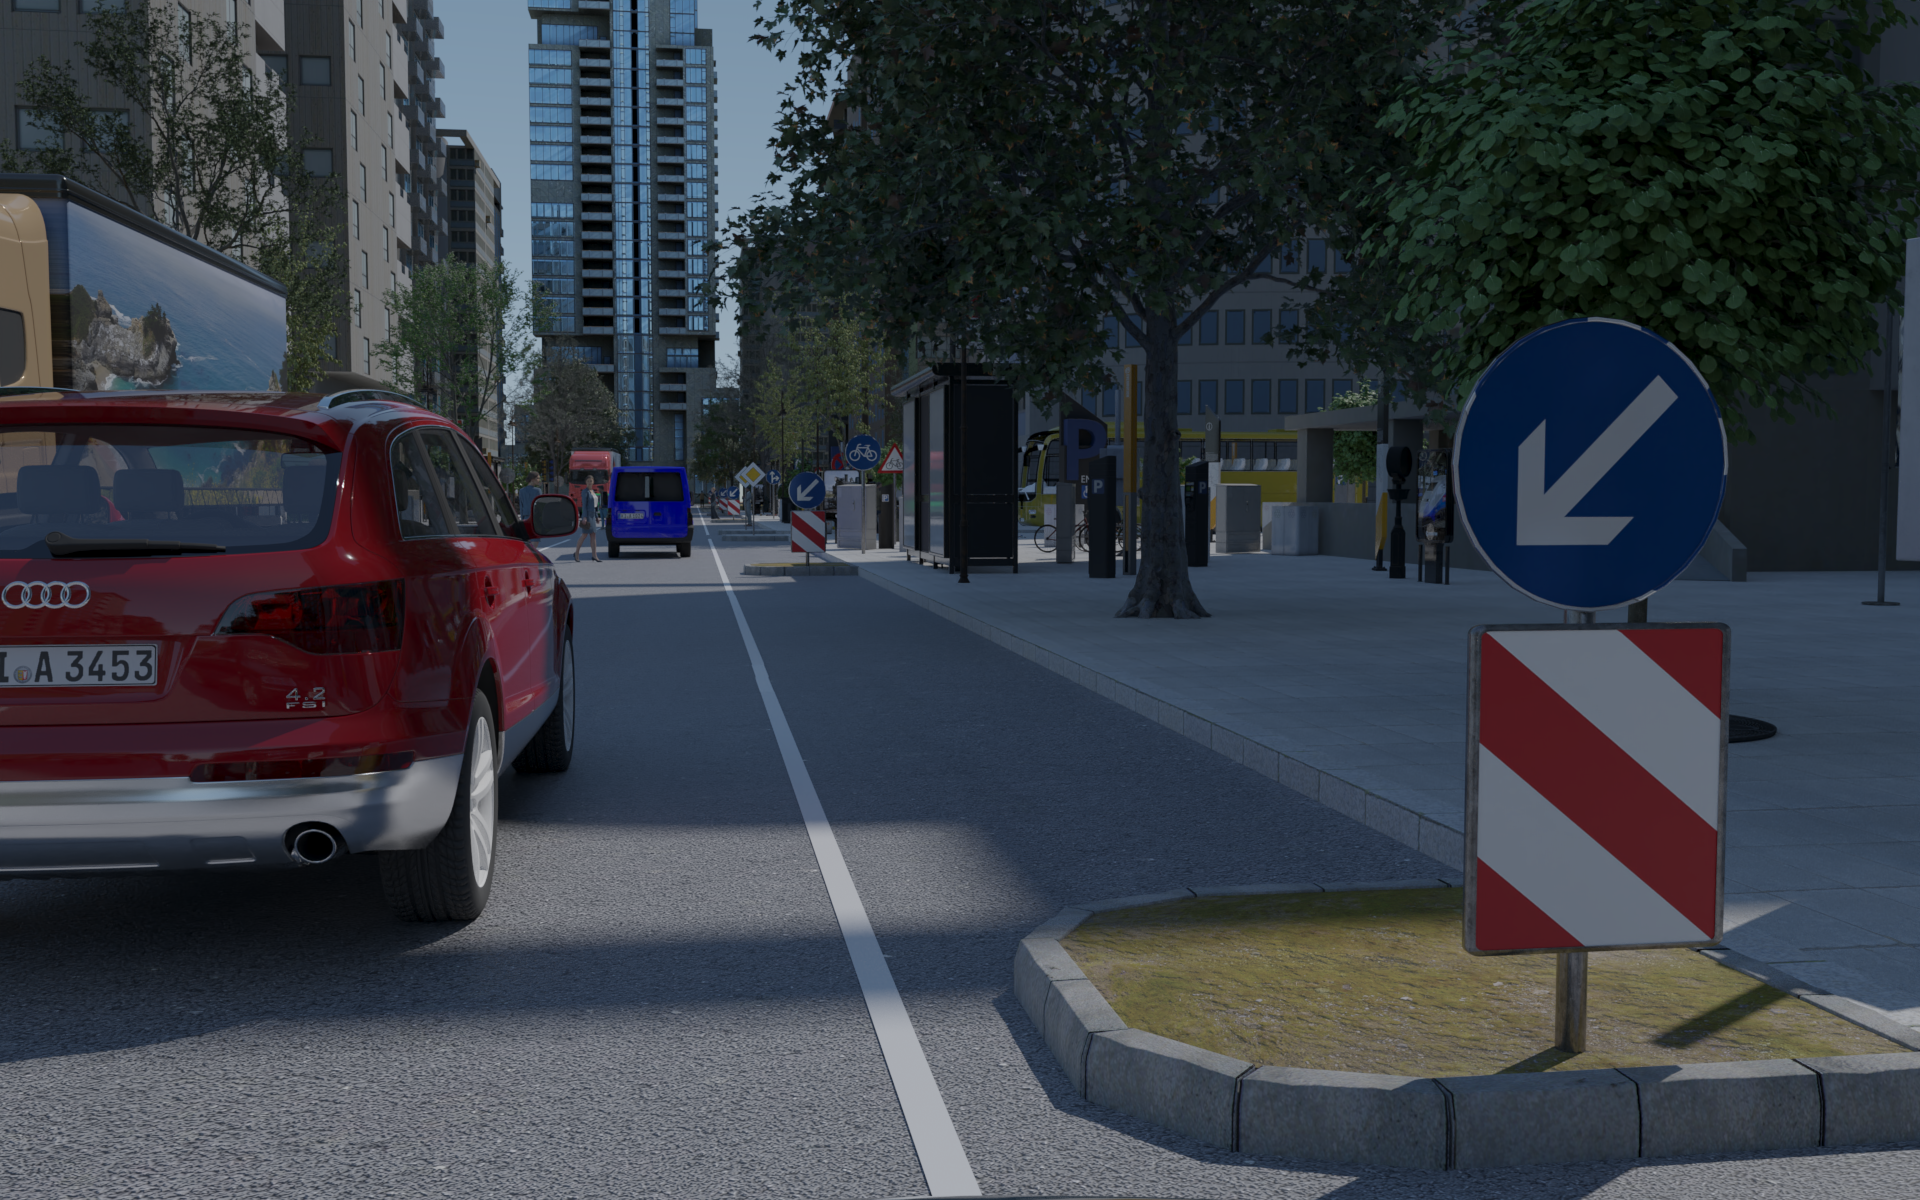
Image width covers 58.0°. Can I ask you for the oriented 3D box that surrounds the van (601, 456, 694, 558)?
[{"bbox_3d":[-7.333,-2.225,40.756,2.240,2.365,5.245,-1,4,-11],"label":"van"}]

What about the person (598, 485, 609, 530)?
[{"bbox_3d":[-14.211,-3.682,69.052,0.721,1.781,0.623,-3,5,-44],"label":"person"}]

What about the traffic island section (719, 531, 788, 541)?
[{"bbox_3d":[-6.414,-1.942,54.030,2.009,0.180,2.903,-1,4,-9],"label":"traffic island section"}]

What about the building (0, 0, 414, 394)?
[{"bbox_3d":[-51.879,-32.098,114.044,28.713,52.752,27.495,-1,4,-9],"label":"building"}]

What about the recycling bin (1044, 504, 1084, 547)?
[{"bbox_3d":[2.537,-1.814,42.214,0.722,1.027,0.722,3,5,42],"label":"recycling bin"}]

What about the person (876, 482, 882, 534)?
[{"bbox_3d":[-2.722,-3.009,57.601,0.656,1.842,0.836,0,4,0],"label":"person"}]

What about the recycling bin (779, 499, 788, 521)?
[{"bbox_3d":[-8.168,-4.233,81.770,0.722,1.027,0.722,-1,4,-10],"label":"recycling bin"}]

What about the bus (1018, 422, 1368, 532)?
[{"bbox_3d":[7.878,-4.180,59.894,12.252,3.916,2.896,-1,4,-10],"label":"bus"}]

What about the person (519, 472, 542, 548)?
[{"bbox_3d":[-7.439,-1.314,30.010,0.581,1.822,0.654,3,4,38],"label":"person"}]

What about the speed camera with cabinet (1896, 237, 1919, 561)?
[{"bbox_3d":[3.839,-0.656,5.067,0.660,3.252,2.038,-1,4,-22],"label":"speed camera with cabinet"}]

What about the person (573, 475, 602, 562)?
[{"bbox_3d":[-7.832,-1.708,36.444,0.654,1.822,0.581,2,4,32],"label":"person"}]

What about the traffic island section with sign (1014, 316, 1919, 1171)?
[{"bbox_3d":[1.202,0.243,4.650,1.989,1.847,2.006,-1,4,-9],"label":"traffic island section with sign"}]

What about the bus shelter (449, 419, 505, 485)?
[{"bbox_3d":[-26.655,-7.209,95.504,2.179,5.291,8.768,-1,4,-9],"label":"bus shelter"}]

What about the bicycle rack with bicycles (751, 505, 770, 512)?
[{"bbox_3d":[-14.303,-6.936,126.787,2.852,0.926,2.925,2,4,27],"label":"bicycle rack with bicycles"}]

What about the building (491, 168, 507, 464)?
[{"bbox_3d":[-68.517,-35.506,230.641,14.200,45.320,14.600,-1,4,-9],"label":"building"}]

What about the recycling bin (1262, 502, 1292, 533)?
[{"bbox_3d":[9.839,-2.511,53.602,0.722,1.027,0.722,3,5,41],"label":"recycling bin"}]

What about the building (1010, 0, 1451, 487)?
[{"bbox_3d":[16.319,-33.139,83.825,28.212,58.520,21.231,-1,4,-9],"label":"building"}]

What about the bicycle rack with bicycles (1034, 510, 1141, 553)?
[{"bbox_3d":[3.376,-1.531,38.410,2.925,0.926,2.852,1,4,21],"label":"bicycle rack with bicycles"}]

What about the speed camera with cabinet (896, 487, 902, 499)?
[{"bbox_3d":[-3.258,-7.353,114.558,2.038,3.252,0.660,1,4,18],"label":"speed camera with cabinet"}]

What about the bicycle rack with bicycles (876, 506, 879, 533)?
[{"bbox_3d":[-1.726,-2.493,54.136,2.852,0.926,2.925,-1,4,-18],"label":"bicycle rack with bicycles"}]

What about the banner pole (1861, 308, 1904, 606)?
[{"bbox_3d":[10.873,-1.837,20.045,0.863,3.779,0.401,-2,4,-26],"label":"banner pole"}]

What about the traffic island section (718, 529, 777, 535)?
[{"bbox_3d":[-7.632,-2.425,61.922,2.009,0.180,2.903,-1,4,-9],"label":"traffic island section"}]

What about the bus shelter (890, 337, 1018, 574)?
[{"bbox_3d":[-0.028,-3.321,31.923,2.179,5.291,8.768,-1,4,-9],"label":"bus shelter"}]

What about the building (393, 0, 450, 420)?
[{"bbox_3d":[-55.795,-32.197,146.026,23.786,49.044,30.456,-1,4,-9],"label":"building"}]

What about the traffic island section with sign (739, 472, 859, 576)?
[{"bbox_3d":[-2.907,-1.386,31.292,1.989,1.847,2.006,-1,4,-9],"label":"traffic island section with sign"}]

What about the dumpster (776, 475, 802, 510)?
[{"bbox_3d":[-8.457,-5.175,87.111,1.502,2.255,1.985,-1,4,-9],"label":"dumpster"}]

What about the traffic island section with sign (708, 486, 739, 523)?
[{"bbox_3d":[-11.475,-4.784,86.839,1.989,1.847,2.006,-1,4,-9],"label":"traffic island section with sign"}]

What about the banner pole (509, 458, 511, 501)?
[{"bbox_3d":[-30.721,-7.876,118.782,0.401,3.779,0.863,1,4,11],"label":"banner pole"}]

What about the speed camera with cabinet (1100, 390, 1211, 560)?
[{"bbox_3d":[3.707,-2.358,32.889,2.038,3.252,0.660,1,4,18],"label":"speed camera with cabinet"}]

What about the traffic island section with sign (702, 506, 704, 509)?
[{"bbox_3d":[-23.171,-9.416,162.574,1.989,1.847,2.006,-1,4,-9],"label":"traffic island section with sign"}]

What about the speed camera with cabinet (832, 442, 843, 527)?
[{"bbox_3d":[-4.885,-4.428,66.741,0.660,3.252,2.038,-1,4,-17],"label":"speed camera with cabinet"}]

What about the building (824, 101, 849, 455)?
[{"bbox_3d":[-3.345,-32.687,189.058,22.147,44.769,28.867,-1,4,-9],"label":"building"}]

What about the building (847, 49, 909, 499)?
[{"bbox_3d":[-3.273,-31.601,166.783,14.600,45.320,14.200,-1,4,-9],"label":"building"}]

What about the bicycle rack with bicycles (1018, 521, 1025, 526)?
[{"bbox_3d":[3.134,-3.454,69.861,2.925,0.926,2.852,1,4,15],"label":"bicycle rack with bicycles"}]

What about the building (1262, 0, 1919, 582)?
[{"bbox_3d":[23.990,-20.959,34.554,32.217,40.220,23.993,-1,4,-9],"label":"building"}]

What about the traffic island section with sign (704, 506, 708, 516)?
[{"bbox_3d":[-15.596,-6.413,113.479,1.989,1.847,2.006,-1,4,-9],"label":"traffic island section with sign"}]

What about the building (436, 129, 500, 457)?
[{"bbox_3d":[-60.405,-29.752,178.330,23.993,40.220,32.217,-1,4,-9],"label":"building"}]

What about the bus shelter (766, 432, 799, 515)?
[{"bbox_3d":[-11.068,-8.045,109.174,2.179,5.291,8.768,-1,4,-9],"label":"bus shelter"}]

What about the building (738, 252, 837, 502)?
[{"bbox_3d":[-19.555,-33.979,247.438,23.993,40.220,32.217,-1,4,-9],"label":"building"}]

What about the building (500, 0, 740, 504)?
[{"bbox_3d":[-46.316,-56.537,237.043,31.000,86.520,22.319,-1,4,-9],"label":"building"}]

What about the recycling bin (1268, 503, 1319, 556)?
[{"bbox_3d":[7.025,-1.453,36.310,0.722,1.027,0.722,-3,5,-41],"label":"recycling bin"}]

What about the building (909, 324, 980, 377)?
[{"bbox_3d":[2.861,-27.361,130.947,14.154,41.232,14.086,-1,4,-9],"label":"building"}]
